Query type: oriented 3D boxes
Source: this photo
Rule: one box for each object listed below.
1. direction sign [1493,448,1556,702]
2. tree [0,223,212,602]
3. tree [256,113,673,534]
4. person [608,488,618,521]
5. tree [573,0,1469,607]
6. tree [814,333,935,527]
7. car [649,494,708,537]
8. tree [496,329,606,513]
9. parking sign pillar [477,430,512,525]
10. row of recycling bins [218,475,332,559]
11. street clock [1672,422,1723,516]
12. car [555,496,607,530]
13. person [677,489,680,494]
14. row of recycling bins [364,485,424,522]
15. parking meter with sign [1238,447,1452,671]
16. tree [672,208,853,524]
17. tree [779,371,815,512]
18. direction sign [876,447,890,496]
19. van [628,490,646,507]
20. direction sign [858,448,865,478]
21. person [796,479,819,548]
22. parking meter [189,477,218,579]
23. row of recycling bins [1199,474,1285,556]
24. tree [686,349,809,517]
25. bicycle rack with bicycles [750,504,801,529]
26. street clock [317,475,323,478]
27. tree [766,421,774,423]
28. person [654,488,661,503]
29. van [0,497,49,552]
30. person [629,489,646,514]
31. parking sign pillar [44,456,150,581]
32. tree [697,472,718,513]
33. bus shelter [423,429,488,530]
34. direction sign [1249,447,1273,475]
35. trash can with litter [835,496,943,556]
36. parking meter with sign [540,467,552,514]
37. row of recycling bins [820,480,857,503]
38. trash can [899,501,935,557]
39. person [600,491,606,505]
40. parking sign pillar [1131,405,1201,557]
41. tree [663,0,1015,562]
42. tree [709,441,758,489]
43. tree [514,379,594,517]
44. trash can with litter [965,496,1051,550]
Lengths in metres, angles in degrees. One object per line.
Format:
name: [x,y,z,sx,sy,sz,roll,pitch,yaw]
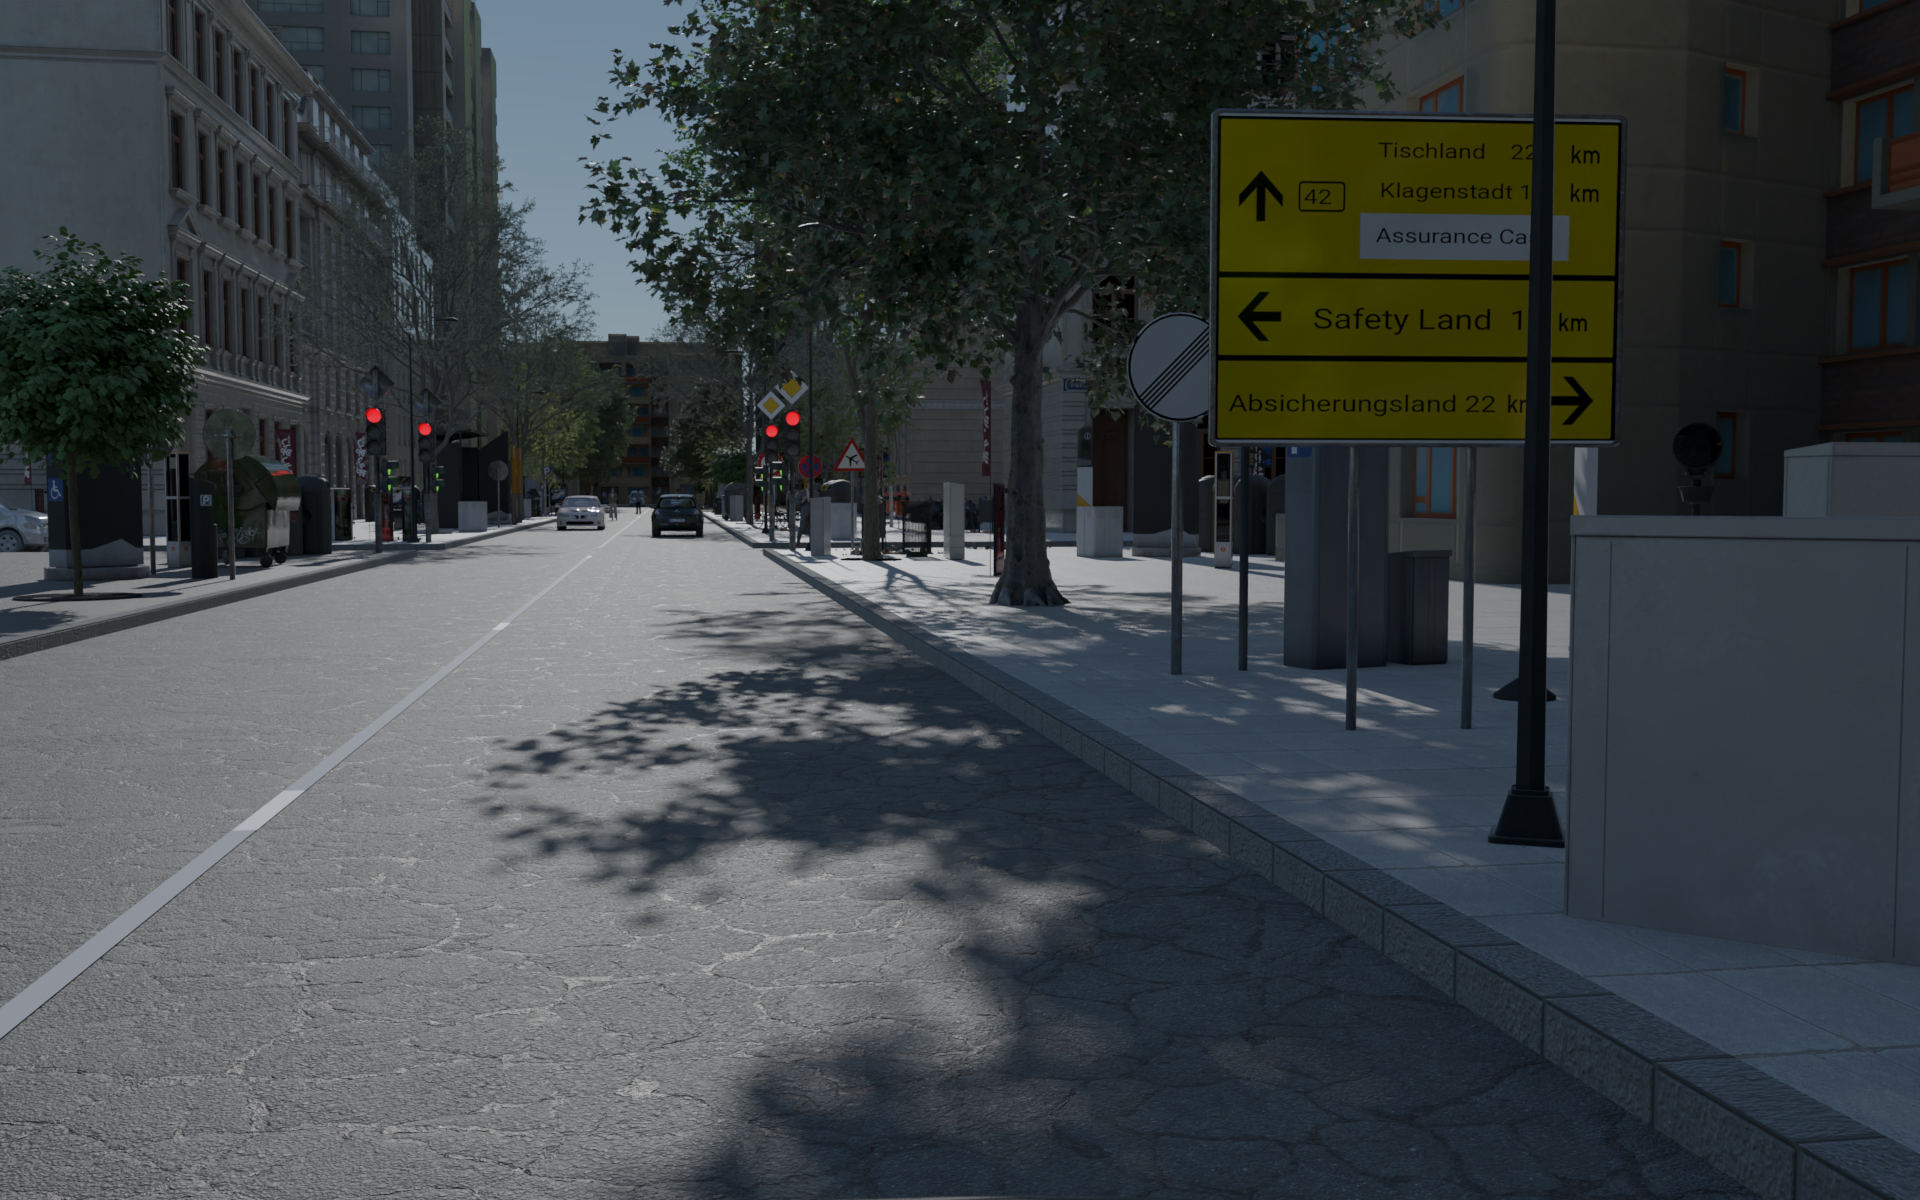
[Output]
direction sign: [3.543,-1.148,10.763,0.876,3.537,0.379,-1,4,-11]
tree: [-10.855,-2.300,21.312,4.285,4.588,4.351,0,3,0]
tree: [-16.773,-8.862,55.258,12.009,13.543,11.850,0,3,0]
person: [-18.803,-5.183,93.796,0.519,1.759,0.362,0,4,-1]
tree: [0.787,-6.282,19.718,9.611,12.733,9.660,0,3,0]
tree: [-2.883,-7.116,66.715,4.737,8.622,4.395,0,3,0]
car: [-9.668,-3.034,59.384,2.009,1.686,4.222,0,4,-8]
tree: [-27.474,-12.220,117.928,7.486,12.596,7.792,0,3,0]
parking sign pillar: [-19.649,-5.173,73.046,1.447,3.967,1.447,0,3,0]
row of recycling bins: [-14.300,-1.744,35.625,1.069,1.692,3.534,1,4,17]
street clock: [7.483,-0.798,17.611,0.471,2.002,0.358,2,4,25]
car: [-15.345,-3.539,70.230,2.083,1.381,4.827,-1,4,-10]
person: [-21.857,-7.716,134.660,0.705,1.823,1.348,0,4,2]
row of recycling bins: [-26.169,-4.531,81.202,3.534,1.692,1.069,0,4,2]
parking meter with sign: [2.819,-1.013,12.822,1.738,3.016,0.543,-1,4,-23]
tree: [-8.842,-9.980,73.535,12.009,13.543,11.850,0,3,0]
tree: [-6.860,-8.431,88.216,4.737,8.622,4.395,0,3,0]
direction sign: [-3.816,-5.628,84.016,0.876,3.537,0.379,1,4,11]
van: [-36.196,-11.449,194.206,2.013,2.044,4.112,-1,4,-10]
direction sign: [-4.617,-5.694,85.088,0.876,3.537,0.379,-3,4,-37]
person: [-3.809,-2.140,43.456,0.622,1.834,0.822,-2,4,-24]
parking meter: [-11.520,-1.099,26.381,0.372,1.533,0.369,0,3,0]
row of recycling bins: [6.184,-1.854,37.420,1.069,1.692,3.534,-2,4,-26]
tree: [-11.667,-9.906,96.367,7.601,10.594,8.767,-1,4,-11]
bicycle rack with bicycles: [-6.336,-3.098,64.039,2.925,0.926,2.852,-1,4,-20]
street clock: [-24.991,-3.843,67.410,0.471,2.002,0.358,-2,4,-27]
tree: [-10.518,-9.865,111.662,4.737,8.622,4.395,0,3,0]
person: [-19.757,-6.448,113.702,0.755,1.850,0.659,-1,4,-10]
van: [-23.360,-2.050,40.537,4.112,2.044,2.013,0,4,-8]
person: [-23.288,-7.147,125.333,1.348,1.826,0.705,-2,4,-35]
parking sign pillar: [-13.086,-2.305,26.165,1.447,3.967,1.447,2,4,28]
tree: [-16.403,-7.509,117.366,1.663,3.219,1.824,0,3,0]
bus shelter: [-19.050,-4.549,65.653,1.731,3.624,6.357,-1,4,-10]
direction sign: [8.860,-3.643,51.562,0.876,3.537,0.379,2,4,24]
trash can with litter: [-1.435,-1.574,36.789,2.233,1.210,1.678,0,4,-8]
parking meter with sign: [-26.772,-7.047,111.476,0.543,3.016,1.738,0,4,2]
row of recycling bins: [-3.600,-2.728,51.715,1.069,1.692,3.534,-1,4,-8]
trash can: [-0.880,-1.452,35.398,0.748,1.137,0.748,0,3,0]
person: [-41.375,-11.755,200.559,0.599,1.838,0.709,-2,4,-35]
parking sign pillar: [4.264,-2.892,35.756,1.447,3.967,1.447,1,4,19]
tree: [-1.874,-6.562,33.040,9.928,11.665,9.643,0,3,0]
tree: [-13.430,-7.347,103.833,4.285,4.588,4.351,0,3,0]
tree: [-23.237,-9.018,97.803,4.360,8.622,3.978,0,3,0]
trash can with litter: [1.011,-1.789,40.302,2.233,1.210,1.678,0,4,2]
